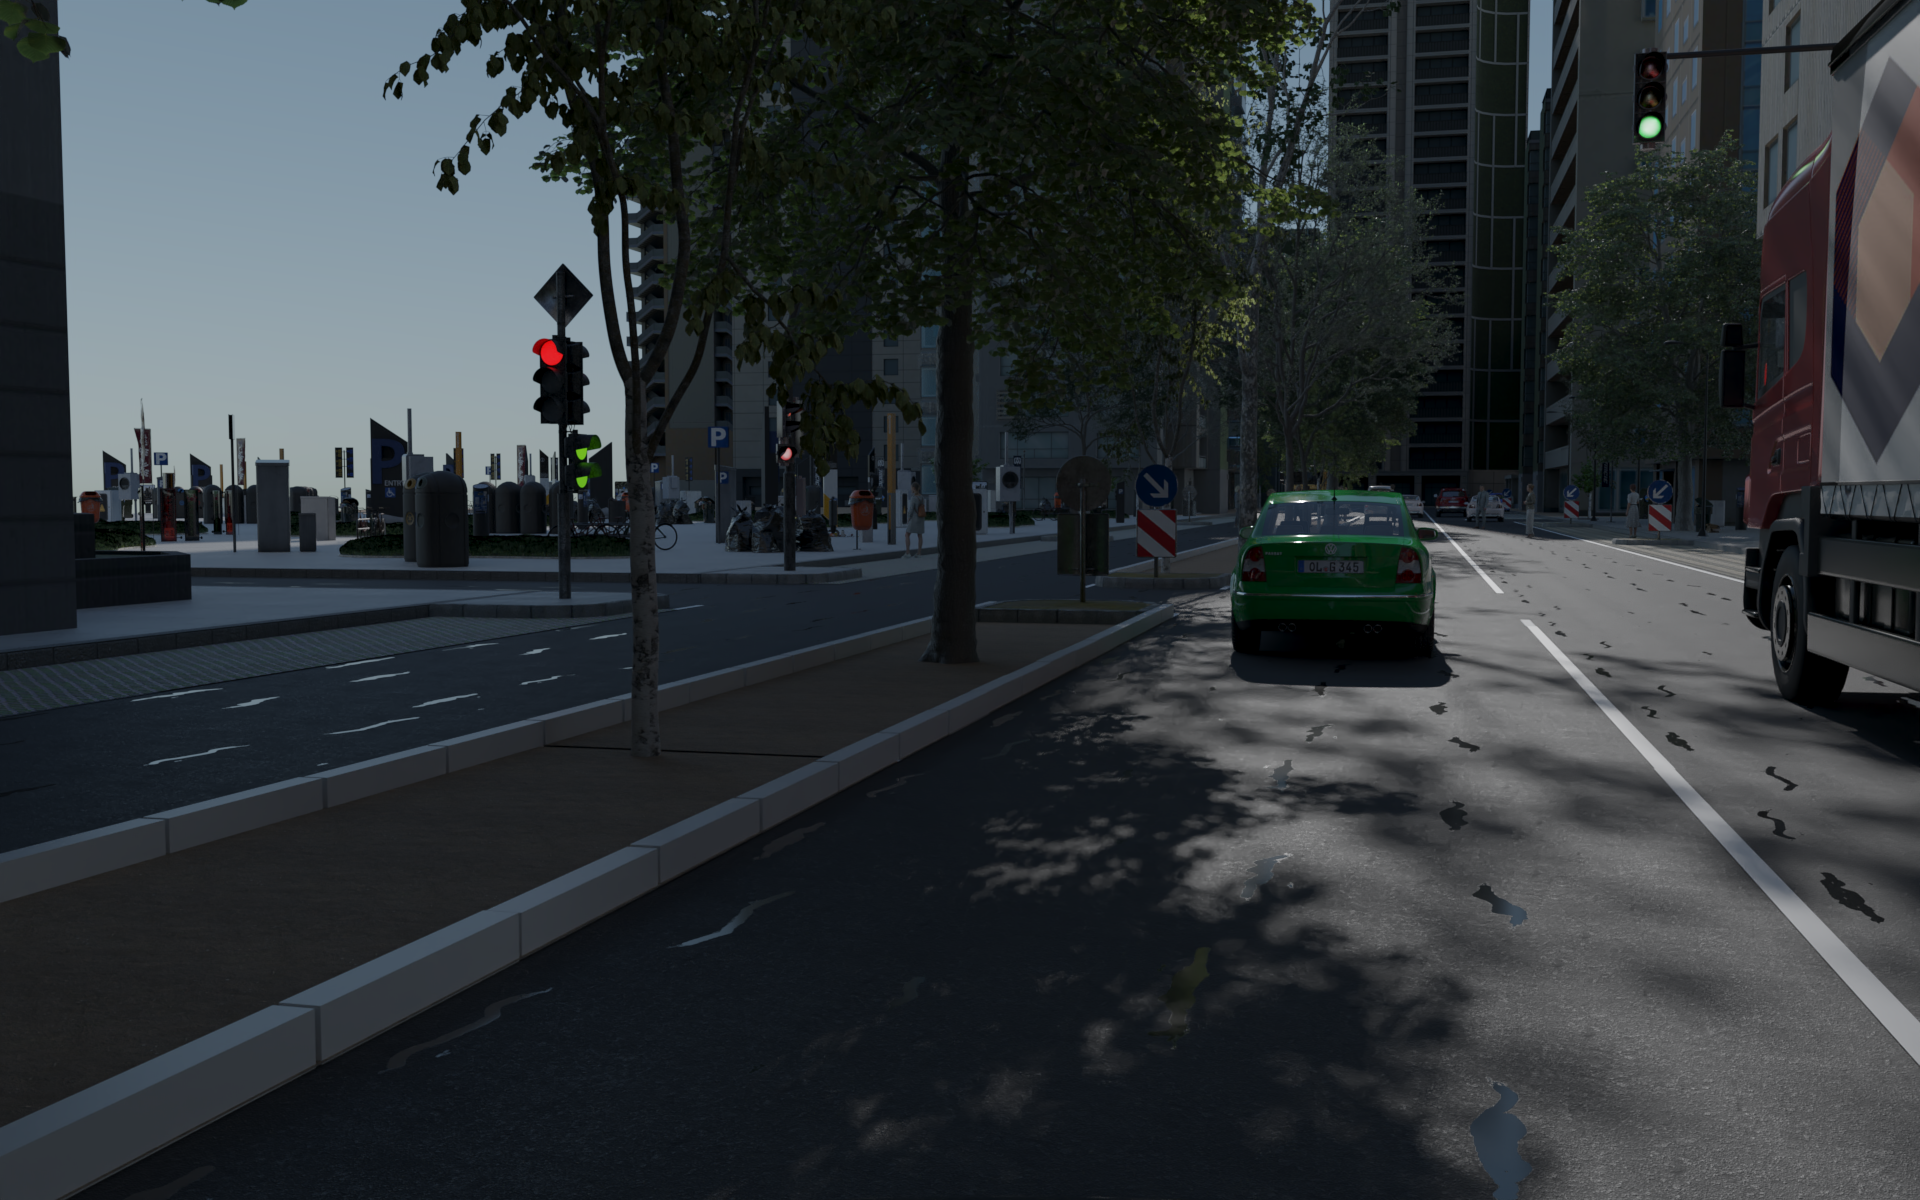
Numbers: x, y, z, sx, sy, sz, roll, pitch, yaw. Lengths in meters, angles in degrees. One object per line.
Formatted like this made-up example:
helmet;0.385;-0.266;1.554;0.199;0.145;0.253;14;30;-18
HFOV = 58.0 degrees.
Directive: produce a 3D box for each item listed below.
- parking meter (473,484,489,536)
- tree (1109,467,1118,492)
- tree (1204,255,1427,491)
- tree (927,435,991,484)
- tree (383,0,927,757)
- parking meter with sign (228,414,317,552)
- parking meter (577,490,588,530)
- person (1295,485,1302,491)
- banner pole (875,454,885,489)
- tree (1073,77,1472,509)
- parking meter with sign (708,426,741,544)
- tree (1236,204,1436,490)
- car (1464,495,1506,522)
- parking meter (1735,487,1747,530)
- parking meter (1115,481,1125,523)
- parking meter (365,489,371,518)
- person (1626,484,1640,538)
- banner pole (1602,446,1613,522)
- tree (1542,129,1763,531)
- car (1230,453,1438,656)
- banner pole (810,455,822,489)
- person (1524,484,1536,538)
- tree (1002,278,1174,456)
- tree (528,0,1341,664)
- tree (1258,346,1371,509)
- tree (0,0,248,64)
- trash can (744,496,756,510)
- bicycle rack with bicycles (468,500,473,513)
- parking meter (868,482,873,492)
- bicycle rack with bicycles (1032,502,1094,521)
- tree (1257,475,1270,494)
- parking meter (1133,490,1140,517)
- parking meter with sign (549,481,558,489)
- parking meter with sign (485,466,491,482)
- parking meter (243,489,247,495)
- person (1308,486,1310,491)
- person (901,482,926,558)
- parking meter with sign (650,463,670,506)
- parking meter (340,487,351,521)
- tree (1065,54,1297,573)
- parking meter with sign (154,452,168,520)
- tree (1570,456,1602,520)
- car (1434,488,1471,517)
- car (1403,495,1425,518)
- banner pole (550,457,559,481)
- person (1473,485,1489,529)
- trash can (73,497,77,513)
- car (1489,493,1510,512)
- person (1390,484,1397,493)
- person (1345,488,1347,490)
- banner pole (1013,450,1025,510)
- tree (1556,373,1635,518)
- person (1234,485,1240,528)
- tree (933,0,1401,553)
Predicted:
parking meter;-11.544;-2.039;41.747;0.372;1.533;0.369;0;3;0
tree;8.653;-6.596;102.448;1.663;3.219;1.824;0;3;0
tree;12.842;-7.755;63.665;8.767;10.594;7.601;1;4;14
tree;-0.210;-3.337;49.168;1.663;3.219;1.824;0;3;0
tree;-1.734;-3.433;8.949;4.737;8.622;4.395;0;3;0
parking meter with sign;-15.172;-2.570;38.277;1.738;3.016;0.543;-1;4;-18
parking meter;-13.624;-3.312;62.560;0.372;1.533;0.369;0;3;0
person;13.260;-3.594;67.451;0.709;1.800;0.728;2;4;30
banner pole;-5.010;-7.114;106.336;0.863;3.779;0.401;1;4;17
tree;9.821;-8.466;51.239;12.009;13.543;11.850;0;3;0
parking meter with sign;-6.135;-3.014;45.547;0.543;3.016;1.738;0;4;6
tree;16.585;-10.281;77.207;9.857;13.997;8.962;0;3;0
car;27.378;-4.767;90.299;2.083;1.381;4.827;1;4;16
parking meter;27.883;-3.265;61.796;0.372;1.533;0.369;0;3;0
parking meter;7.090;-4.350;76.838;0.399;1.863;0.255;0;4;-5
parking meter;-29.004;-4.690;85.091;0.372;1.533;0.369;0;3;0
person;21.328;-2.812;55.045;0.480;1.755;0.524;-2;4;-24
banner pole;29.377;-5.412;78.497;0.863;3.779;0.401;-2;4;-26
tree;25.257;-9.394;60.254;9.857;13.997;8.962;0;3;0
car;3.660;-0.493;16.854;1.959;1.807;4.718;1;4;13
banner pole;-7.995;-6.440;95.309;0.863;3.779;0.401;1;4;15
person;18.525;-2.895;56.385;0.362;1.759;0.519;1;4;11
tree;5.132;-8.267;69.575;7.601;10.594;8.767;1;4;12
tree;-0.053;-5.762;14.799;7.486;12.596;7.792;0;3;0
tree;14.539;-7.152;69.749;4.737;8.622;4.395;0;3;0
tree;-3.308;-5.030;2.831;7.486;12.596;7.792;0;3;0
trash can;-12.902;-5.805;106.560;0.748;1.137;0.748;0;3;0
bicycle rack with bicycles;-29.876;-5.473;102.862;2.852;0.926;2.925;2;4;30
parking meter;-4.299;-4.810;84.349;0.255;1.863;0.399;-2;4;-24
bicycle rack with bicycles;5.052;-4.296;83.617;2.925;0.926;2.852;0;4;8
tree;26.620;-9.780;154.510;1.663;3.219;1.824;0;3;0
parking meter;9.939;-5.447;97.471;0.372;1.533;0.369;0;3;0
parking meter with sign;-22.949;-6.229;98.101;1.738;3.016;0.543;2;4;30
parking meter with sign;-29.788;-6.909;109.231;0.543;3.016;1.738;-2;4;-26
parking meter;-33.928;-4.498;81.958;0.372;1.533;0.369;0;3;0
person;14.721;-3.959;73.498;0.678;1.792;0.850;2;4;27
person;-0.979;-1.776;38.549;0.522;1.701;0.512;3;4;36
parking meter with sign;-16.641;-6.119;96.311;0.543;3.016;1.738;-2;4;-35
parking meter;-22.266;-3.328;62.830;0.372;1.533;0.369;0;3;0
tree;3.377;-4.601;28.052;4.360;8.622;3.978;0;3;0
parking meter with sign;-32.911;-4.597;71.423;0.543;3.016;1.738;-2;4;-25
tree;31.686;-5.692;87.668;1.663;3.219;1.824;0;3;0
car;30.981;-6.132;108.935;2.281;1.827;5.304;1;4;15
car;27.222;-5.688;105.358;2.083;1.381;4.827;1;4;14
banner pole;-24.105;-6.954;103.710;0.863;3.779;0.401;0;4;-3
person;21.591;-3.859;71.692;0.391;1.810;0.635;-3;5;-41
trash can;-50.637;-5.319;98.616;0.748;1.137;0.748;0;3;0
car;39.761;-7.258;128.259;1.945;1.707;3.694;1;4;14
person;18.471;-4.032;74.207;0.659;1.850;0.755;-1;4;-9
person;20.382;-5.071;91.757;0.694;1.780;0.624;3;4;38
banner pole;3.443;-6.669;99.059;0.863;3.779;0.401;0;4;-2
tree;33.751;-8.666;92.044;4.360;8.622;3.978;0;3;0
person;11.907;-3.970;73.595;0.526;1.800;0.537;2;4;35
tree;5.301;-11.003;38.251;12.611;20.169;13.585;0;3;0
